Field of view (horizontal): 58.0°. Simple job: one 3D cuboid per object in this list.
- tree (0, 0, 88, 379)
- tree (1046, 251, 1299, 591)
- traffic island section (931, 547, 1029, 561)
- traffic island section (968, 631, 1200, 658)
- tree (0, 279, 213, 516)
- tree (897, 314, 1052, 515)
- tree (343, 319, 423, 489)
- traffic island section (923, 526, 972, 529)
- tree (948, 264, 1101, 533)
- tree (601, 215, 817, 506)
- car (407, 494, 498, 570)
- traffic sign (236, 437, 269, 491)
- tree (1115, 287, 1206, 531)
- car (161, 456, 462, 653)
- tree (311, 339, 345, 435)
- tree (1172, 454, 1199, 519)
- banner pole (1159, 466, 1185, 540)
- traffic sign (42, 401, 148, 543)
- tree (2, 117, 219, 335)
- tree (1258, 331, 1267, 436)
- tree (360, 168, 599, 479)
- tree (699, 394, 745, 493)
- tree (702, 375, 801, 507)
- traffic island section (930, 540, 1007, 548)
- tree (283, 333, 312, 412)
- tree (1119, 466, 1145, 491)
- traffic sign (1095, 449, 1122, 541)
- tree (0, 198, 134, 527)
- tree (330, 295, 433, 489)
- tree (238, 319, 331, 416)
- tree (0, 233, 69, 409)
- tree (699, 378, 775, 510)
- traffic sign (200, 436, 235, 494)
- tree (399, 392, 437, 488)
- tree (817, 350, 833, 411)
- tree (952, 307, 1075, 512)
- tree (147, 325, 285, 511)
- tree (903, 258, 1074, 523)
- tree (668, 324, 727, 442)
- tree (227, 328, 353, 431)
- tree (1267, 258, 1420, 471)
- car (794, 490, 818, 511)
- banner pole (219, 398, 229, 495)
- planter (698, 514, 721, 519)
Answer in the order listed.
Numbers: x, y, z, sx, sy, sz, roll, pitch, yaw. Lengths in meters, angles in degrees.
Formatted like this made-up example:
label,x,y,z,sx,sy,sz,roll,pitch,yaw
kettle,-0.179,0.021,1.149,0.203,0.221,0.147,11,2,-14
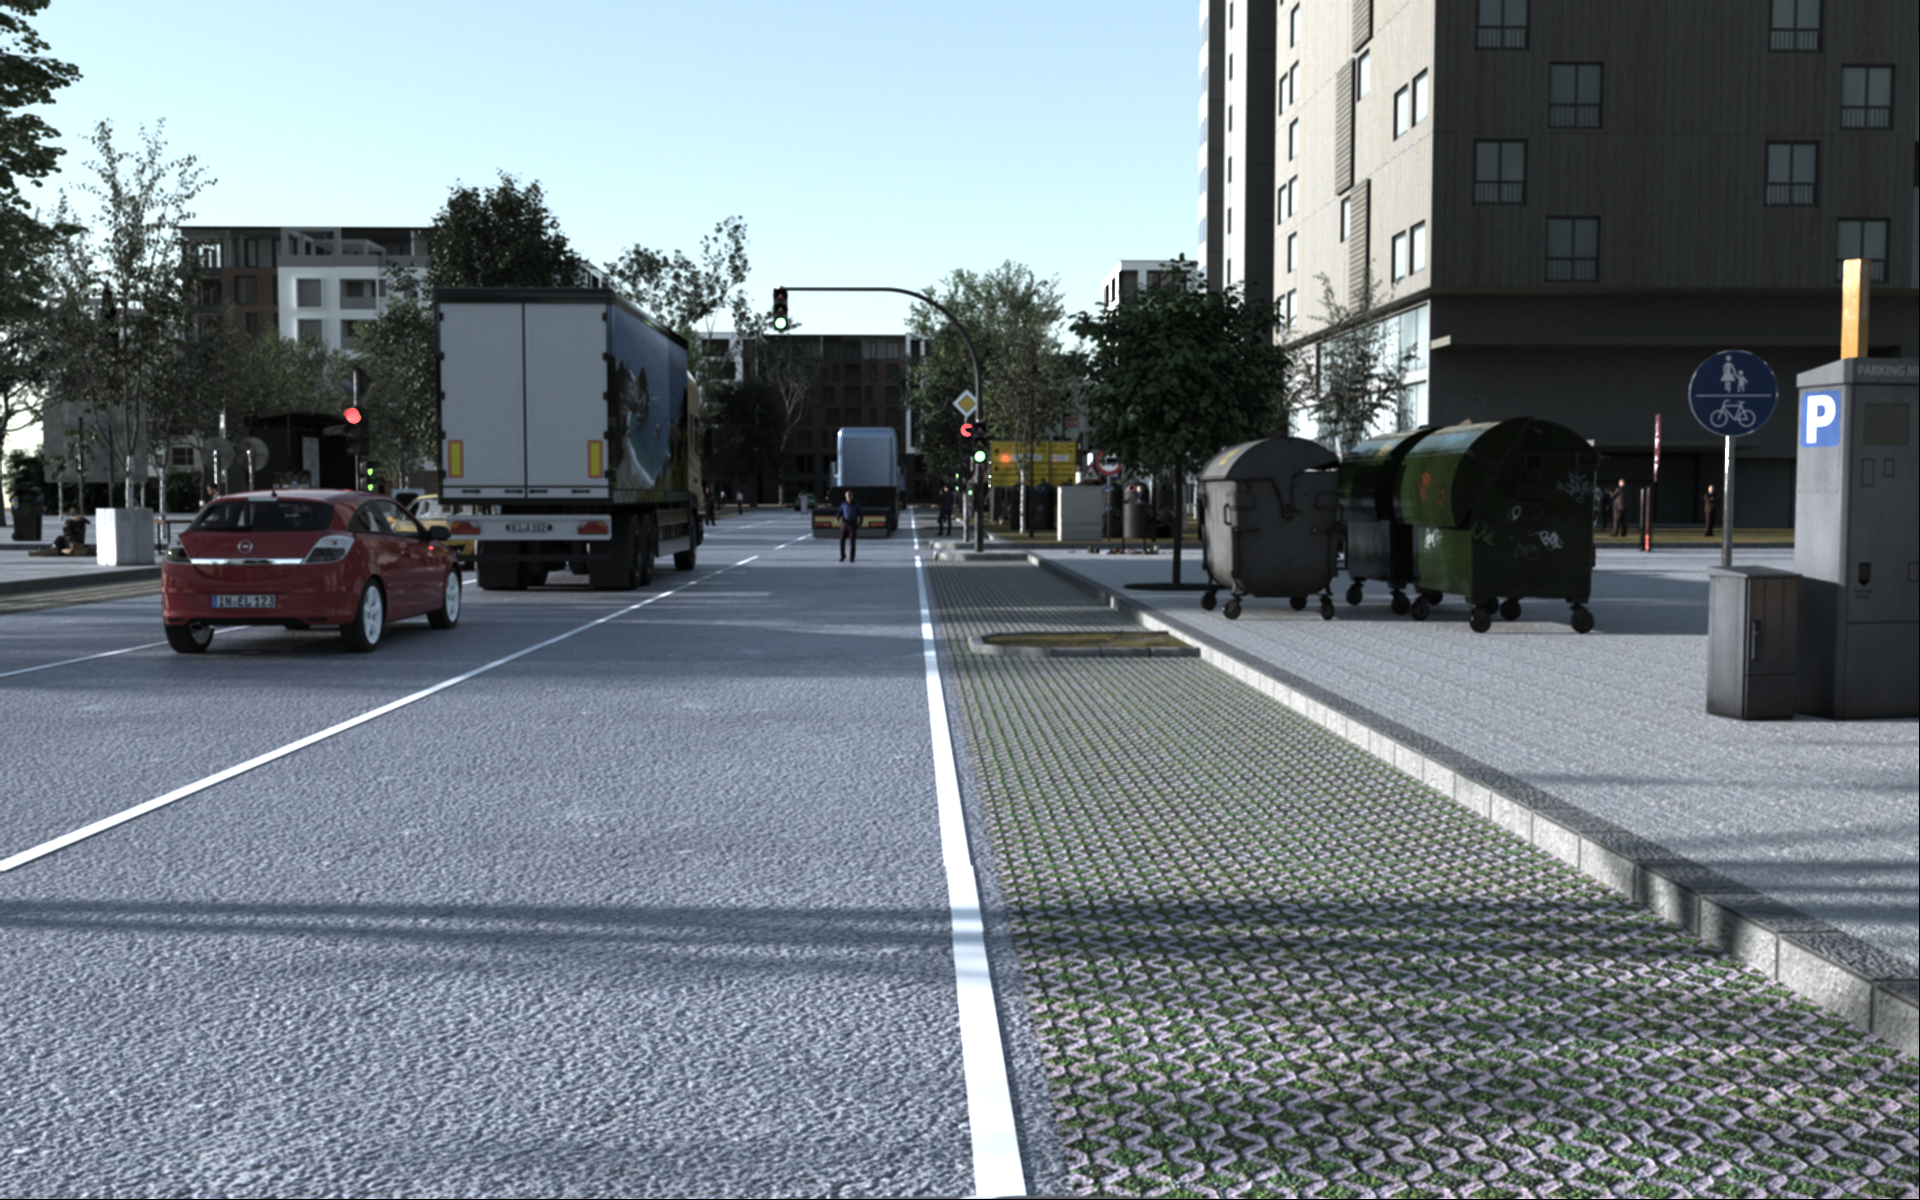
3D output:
label,x,y,z,sx,sy,sz,roll,pitch,yaw
tree,-15.503,-6.414,22.995,7.486,12.596,7.792,0,3,0
tree,2.878,-2.434,23.517,4.285,4.588,4.351,0,3,0
traffic island section,0.436,-0.990,38.462,2.009,0.180,2.903,0,4,-2
traffic island section,1.078,0.416,16.070,1.991,0.108,1.994,0,4,-2
tree,-55.482,-12.703,109.515,13.155,14.587,18.604,-1,4,-9
tree,0.642,-11.657,107.595,9.611,12.733,9.660,0,3,0
tree,-22.909,-7.402,71.386,4.360,8.622,3.978,0,3,0
traffic island section,-0.517,-2.950,71.098,1.991,0.108,1.994,0,4,-2
tree,2.281,-6.488,56.447,4.360,8.622,3.978,0,3,0
tree,-17.289,-15.962,116.874,12.611,20.169,13.585,0,3,0
car,-10.033,-1.449,33.909,2.015,1.641,3.980,0,4,-3
traffic sign,-15.830,-2.363,38.734,0.768,2.556,0.104,0,4,5
tree,7.636,-6.739,60.540,4.737,8.622,4.395,0,3,0
car,-6.246,-0.494,17.120,2.155,1.783,4.494,0,4,-2
tree,-30.255,-7.956,80.451,4.360,8.622,3.978,0,3,0
tree,12.143,-8.490,89.173,4.360,8.622,3.978,0,3,0
banner pole,5.870,-3.554,48.124,0.863,3.779,0.401,-1,4,-23
traffic sign,-18.914,-2.693,37.896,2.265,3.308,0.079,0,4,0
tree,-16.318,-5.082,33.454,4.360,8.622,3.978,0,3,0
tree,12.217,-7.220,68.404,4.360,8.622,3.978,0,3,0
tree,-16.214,-8.836,61.469,9.611,12.733,9.660,0,3,0
tree,-18.163,-10.849,127.746,4.360,8.622,3.978,0,3,0
tree,-20.001,-15.257,166.465,9.611,12.733,9.660,0,3,0
traffic island section,0.203,-1.478,46.444,2.009,0.180,2.903,0,4,-2
tree,-26.540,-6.974,64.384,4.360,8.622,3.978,0,3,0
tree,10.089,-9.579,106.987,4.360,8.622,3.978,0,3,0
traffic sign,4.101,-2.908,47.648,0.768,2.556,0.104,0,4,7
tree,-37.613,-9.597,67.275,12.009,13.543,11.850,0,3,0
tree,-31.743,-11.024,98.371,7.486,12.596,7.792,0,3,0
tree,-28.236,-7.478,72.635,4.737,8.622,4.395,0,3,0
tree,-31.313,-7.224,52.518,8.767,10.594,7.601,0,4,-3
tree,-19.037,-12.479,138.441,7.601,10.594,8.767,2,4,25
traffic sign,-16.409,-2.335,38.284,0.768,2.556,0.104,0,4,0
tree,-24.280,-8.083,82.515,4.737,8.622,4.395,0,3,0
tree,-20.262,-20.533,191.599,12.611,20.169,13.585,0,3,0
tree,2.516,-7.255,68.976,4.737,8.622,4.395,0,3,0
tree,-41.634,-9.853,95.506,7.601,10.594,8.767,0,4,7
tree,1.462,-9.300,77.803,9.928,11.665,9.643,0,3,0
tree,-17.732,-10.962,104.990,9.928,11.665,9.643,0,3,0
tree,-41.745,-11.144,107.953,9.928,11.665,9.643,0,3,0
tree,12.454,-6.408,55.127,4.360,8.622,3.978,0,3,0
car,-13.126,-8.506,147.870,1.959,1.807,4.718,0,4,0
banner pole,-19.280,-3.389,45.423,0.401,3.779,0.863,-3,4,-37
planter,-14.631,-4.721,98.329,1.991,0.319,1.994,0,4,-2
